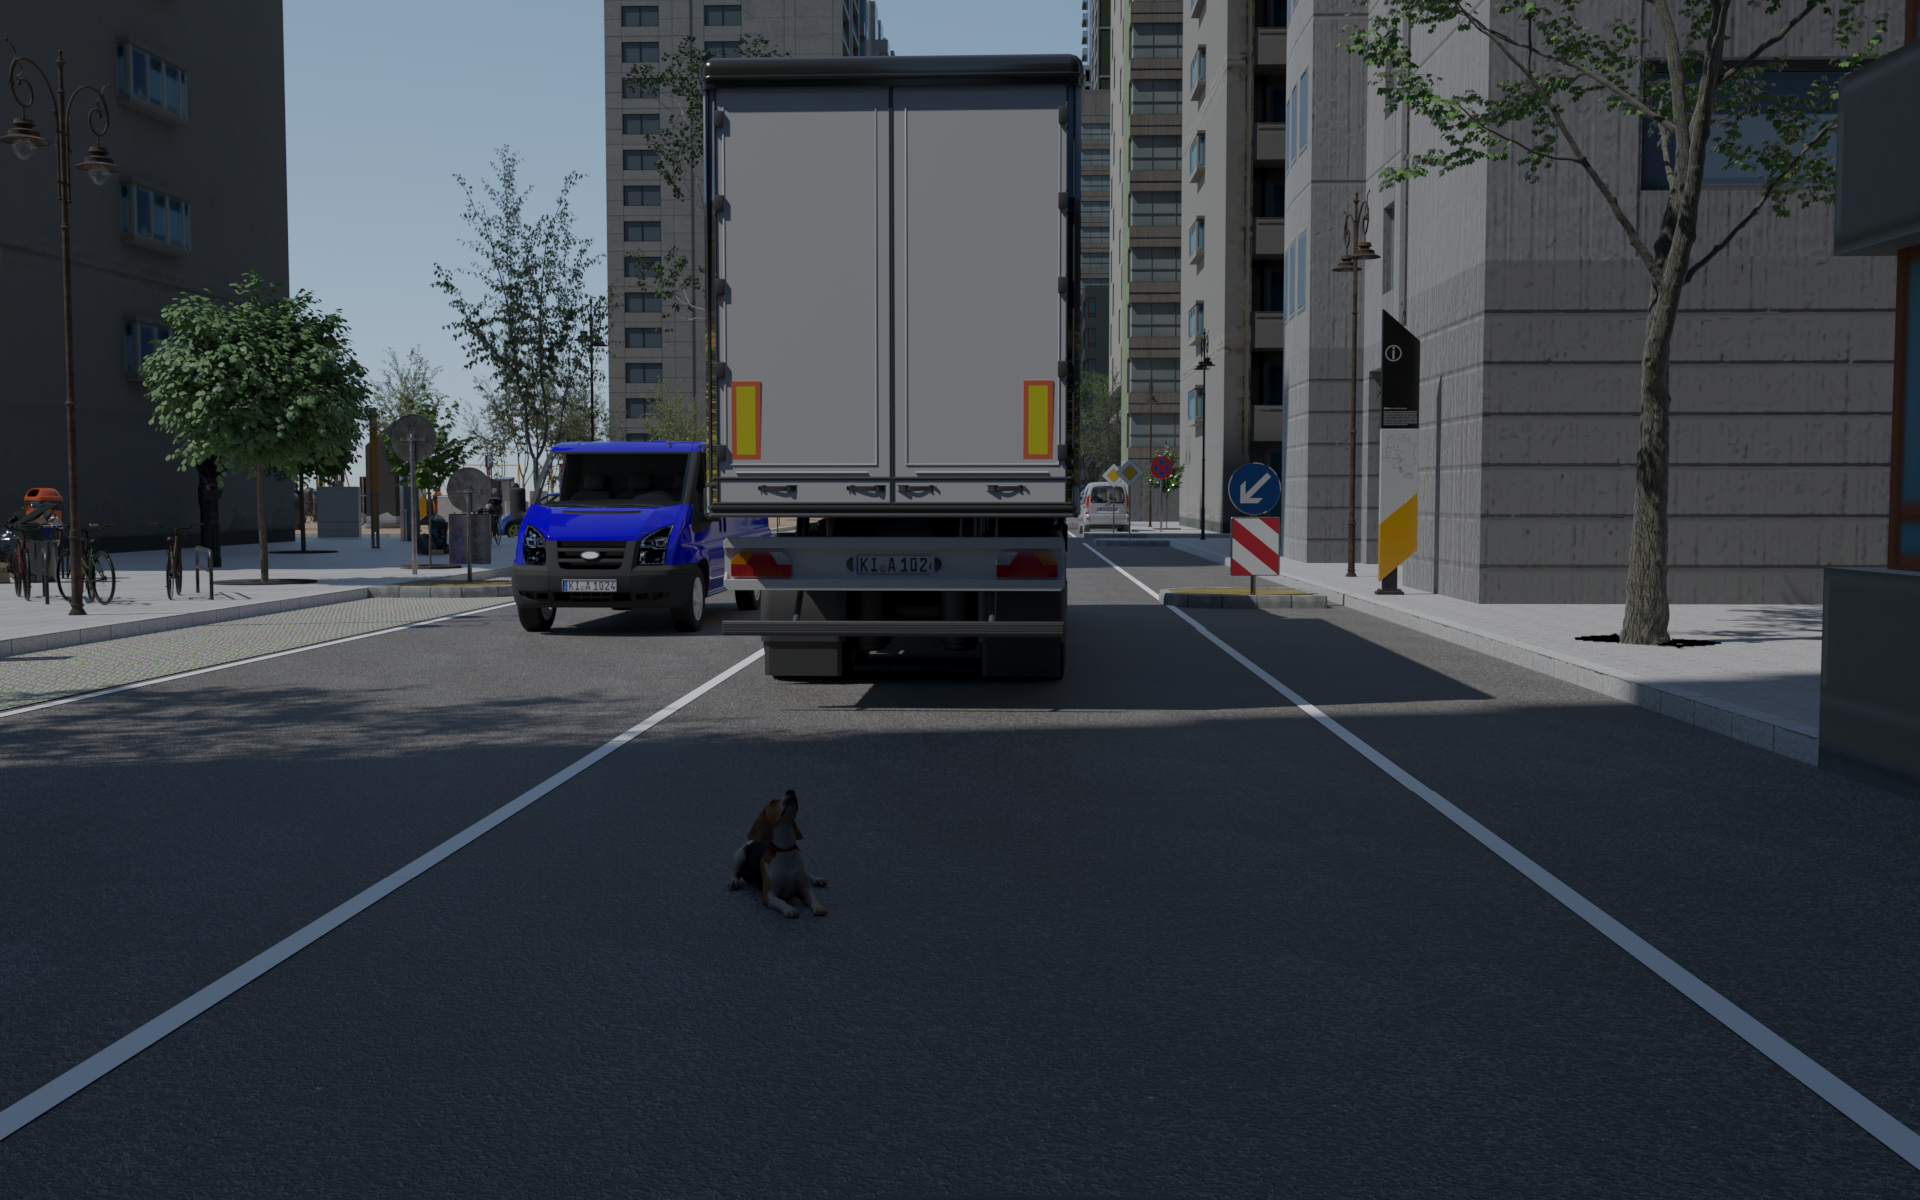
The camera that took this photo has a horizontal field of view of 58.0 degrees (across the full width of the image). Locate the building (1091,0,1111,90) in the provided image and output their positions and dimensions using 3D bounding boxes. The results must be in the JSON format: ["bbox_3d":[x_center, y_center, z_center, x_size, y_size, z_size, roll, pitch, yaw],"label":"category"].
[{"bbox_3d":[23.167,-46.270,194.764,20.563,71.187,20.611,0,4,2],"label":"building"}]

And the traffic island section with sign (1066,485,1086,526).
[{"bbox_3d":[5.484,-4.346,79.686,1.989,1.847,2.006,0,4,2],"label":"traffic island section with sign"}]

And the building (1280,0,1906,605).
[{"bbox_3d":[16.985,-29.971,32.033,21.231,58.520,28.212,0,4,2],"label":"building"}]

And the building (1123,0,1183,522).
[{"bbox_3d":[14.981,-24.575,85.402,14.154,41.232,14.086,0,4,2],"label":"building"}]

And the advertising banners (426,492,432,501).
[{"bbox_3d":[-27.690,-5.713,89.594,0.090,3.025,2.074,0,4,1],"label":"advertising banners"}]

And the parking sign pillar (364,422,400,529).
[{"bbox_3d":[-21.550,-4.666,64.760,1.447,3.967,1.447,1,4,17],"label":"parking sign pillar"}]

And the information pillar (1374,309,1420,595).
[{"bbox_3d":[5.558,-1.873,21.979,0.504,3.616,0.183,0,4,3],"label":"information pillar"}]

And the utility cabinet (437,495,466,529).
[{"bbox_3d":[-18.763,-3.228,63.944,1.020,1.237,0.306,1,4,14],"label":"utility cabinet"}]

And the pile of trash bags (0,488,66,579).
[{"bbox_3d":[-14.974,-1.051,26.930,3.447,1.369,1.912,2,4,33],"label":"pile of trash bags"}]

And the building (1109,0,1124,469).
[{"bbox_3d":[24.267,-32.274,116.918,28.713,52.752,27.495,0,4,2],"label":"building"}]

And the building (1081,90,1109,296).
[{"bbox_3d":[19.117,-30.268,178.477,14.154,41.232,14.086,0,4,2],"label":"building"}]

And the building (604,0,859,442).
[{"bbox_3d":[-16.632,-43.049,142.108,20.563,71.187,20.611,0,4,2],"label":"building"}]

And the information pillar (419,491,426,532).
[{"bbox_3d":[-18.442,-4.133,58.925,0.504,3.616,0.183,0,4,-6],"label":"information pillar"}]

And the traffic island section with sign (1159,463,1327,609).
[{"bbox_3d":[3.639,-0.857,22.643,1.989,1.847,2.006,0,4,2],"label":"traffic island section with sign"}]

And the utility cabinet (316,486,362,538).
[{"bbox_3d":[-17.974,-2.537,50.155,1.173,1.500,0.318,0,4,-4],"label":"utility cabinet"}]

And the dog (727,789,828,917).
[{"bbox_3d":[-0.600,0.854,6.237,0.550,0.427,0.748,1,4,22],"label":"dog"}]

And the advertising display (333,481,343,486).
[{"bbox_3d":[-30.083,-4.804,83.759,0.123,1.923,0.974,0,4,2],"label":"advertising display"}]

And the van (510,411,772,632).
[{"bbox_3d":[-3.524,-0.945,19.830,2.240,2.365,5.245,0,4,4],"label":"van"}]

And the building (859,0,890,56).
[{"bbox_3d":[-17.452,-33.560,168.309,23.786,49.044,30.456,0,4,2],"label":"building"}]

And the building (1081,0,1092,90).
[{"bbox_3d":[25.379,-57.447,251.933,22.319,86.520,31.000,0,4,2],"label":"building"}]

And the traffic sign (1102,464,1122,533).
[{"bbox_3d":[5.051,-3.258,56.903,0.795,2.450,0.064,0,4,2],"label":"traffic sign"}]

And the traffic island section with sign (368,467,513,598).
[{"bbox_3d":[-7.119,-0.981,24.674,1.989,1.847,2.006,0,4,2],"label":"traffic island section with sign"}]

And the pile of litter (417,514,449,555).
[{"bbox_3d":[-10.922,-1.408,36.987,1.176,0.858,1.719,3,5,39],"label":"pile of litter"}]

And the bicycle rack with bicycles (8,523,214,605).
[{"bbox_3d":[-10.295,-0.471,21.087,2.852,0.926,2.925,-2,4,-28],"label":"bicycle rack with bicycles"}]

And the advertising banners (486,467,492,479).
[{"bbox_3d":[-28.807,-6.850,108.181,2.074,3.025,0.090,2,4,27],"label":"advertising banners"}]

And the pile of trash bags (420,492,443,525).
[{"bbox_3d":[-23.439,-4.173,77.979,1.912,1.369,3.447,1,4,19],"label":"pile of trash bags"}]

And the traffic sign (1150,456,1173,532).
[{"bbox_3d":[6.826,-3.584,58.710,0.768,2.556,0.104,0,4,8],"label":"traffic sign"}]

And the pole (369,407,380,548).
[{"bbox_3d":[-13.813,-2.874,40.839,0.158,3.312,0.155,0,3,0],"label":"pole"}]

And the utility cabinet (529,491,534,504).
[{"bbox_3d":[-28.943,-6.741,118.901,1.173,1.500,0.318,-1,4,-20],"label":"utility cabinet"}]

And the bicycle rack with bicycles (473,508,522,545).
[{"bbox_3d":[-11.319,-1.825,43.220,2.852,0.926,2.925,0,4,5],"label":"bicycle rack with bicycles"}]

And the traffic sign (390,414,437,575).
[{"bbox_3d":[-8.690,-1.677,27.525,0.768,2.556,0.104,0,4,5],"label":"traffic sign"}]

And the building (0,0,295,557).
[{"bbox_3d":[-28.888,-25.173,35.276,21.600,48.544,21.300,0,4,2],"label":"building"}]

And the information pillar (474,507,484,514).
[{"bbox_3d":[-18.759,-3.853,67.485,0.304,2.012,0.304,-3,4,-38],"label":"information pillar"}]

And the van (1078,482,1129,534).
[{"bbox_3d":[5.097,-3.324,61.358,2.013,2.044,4.112,0,4,1],"label":"van"}]

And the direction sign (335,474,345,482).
[{"bbox_3d":[-40.100,-7.336,111.932,0.379,3.537,0.876,2,4,28],"label":"direction sign"}]

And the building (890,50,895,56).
[{"bbox_3d":[-15.491,-34.896,194.254,21.300,48.544,21.600,0,4,2],"label":"building"}]

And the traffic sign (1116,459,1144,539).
[{"bbox_3d":[4.793,-2.769,48.922,0.795,2.450,0.064,0,4,2],"label":"traffic sign"}]

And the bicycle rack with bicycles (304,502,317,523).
[{"bbox_3d":[-28.939,-3.895,77.063,2.925,0.926,2.852,2,4,34],"label":"bicycle rack with bicycles"}]

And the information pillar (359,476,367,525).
[{"bbox_3d":[-24.732,-4.127,71.962,0.304,2.012,0.304,3,5,44],"label":"information pillar"}]

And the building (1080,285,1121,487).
[{"bbox_3d":[24.605,-19.107,157.439,27.650,21.520,28.899,0,4,2],"label":"building"}]

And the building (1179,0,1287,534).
[{"bbox_3d":[19.371,-26.996,65.080,21.600,48.544,21.300,0,4,2],"label":"building"}]

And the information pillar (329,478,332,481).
[{"bbox_3d":[-48.218,-8.635,132.534,0.183,3.616,0.504,1,4,19],"label":"information pillar"}]
